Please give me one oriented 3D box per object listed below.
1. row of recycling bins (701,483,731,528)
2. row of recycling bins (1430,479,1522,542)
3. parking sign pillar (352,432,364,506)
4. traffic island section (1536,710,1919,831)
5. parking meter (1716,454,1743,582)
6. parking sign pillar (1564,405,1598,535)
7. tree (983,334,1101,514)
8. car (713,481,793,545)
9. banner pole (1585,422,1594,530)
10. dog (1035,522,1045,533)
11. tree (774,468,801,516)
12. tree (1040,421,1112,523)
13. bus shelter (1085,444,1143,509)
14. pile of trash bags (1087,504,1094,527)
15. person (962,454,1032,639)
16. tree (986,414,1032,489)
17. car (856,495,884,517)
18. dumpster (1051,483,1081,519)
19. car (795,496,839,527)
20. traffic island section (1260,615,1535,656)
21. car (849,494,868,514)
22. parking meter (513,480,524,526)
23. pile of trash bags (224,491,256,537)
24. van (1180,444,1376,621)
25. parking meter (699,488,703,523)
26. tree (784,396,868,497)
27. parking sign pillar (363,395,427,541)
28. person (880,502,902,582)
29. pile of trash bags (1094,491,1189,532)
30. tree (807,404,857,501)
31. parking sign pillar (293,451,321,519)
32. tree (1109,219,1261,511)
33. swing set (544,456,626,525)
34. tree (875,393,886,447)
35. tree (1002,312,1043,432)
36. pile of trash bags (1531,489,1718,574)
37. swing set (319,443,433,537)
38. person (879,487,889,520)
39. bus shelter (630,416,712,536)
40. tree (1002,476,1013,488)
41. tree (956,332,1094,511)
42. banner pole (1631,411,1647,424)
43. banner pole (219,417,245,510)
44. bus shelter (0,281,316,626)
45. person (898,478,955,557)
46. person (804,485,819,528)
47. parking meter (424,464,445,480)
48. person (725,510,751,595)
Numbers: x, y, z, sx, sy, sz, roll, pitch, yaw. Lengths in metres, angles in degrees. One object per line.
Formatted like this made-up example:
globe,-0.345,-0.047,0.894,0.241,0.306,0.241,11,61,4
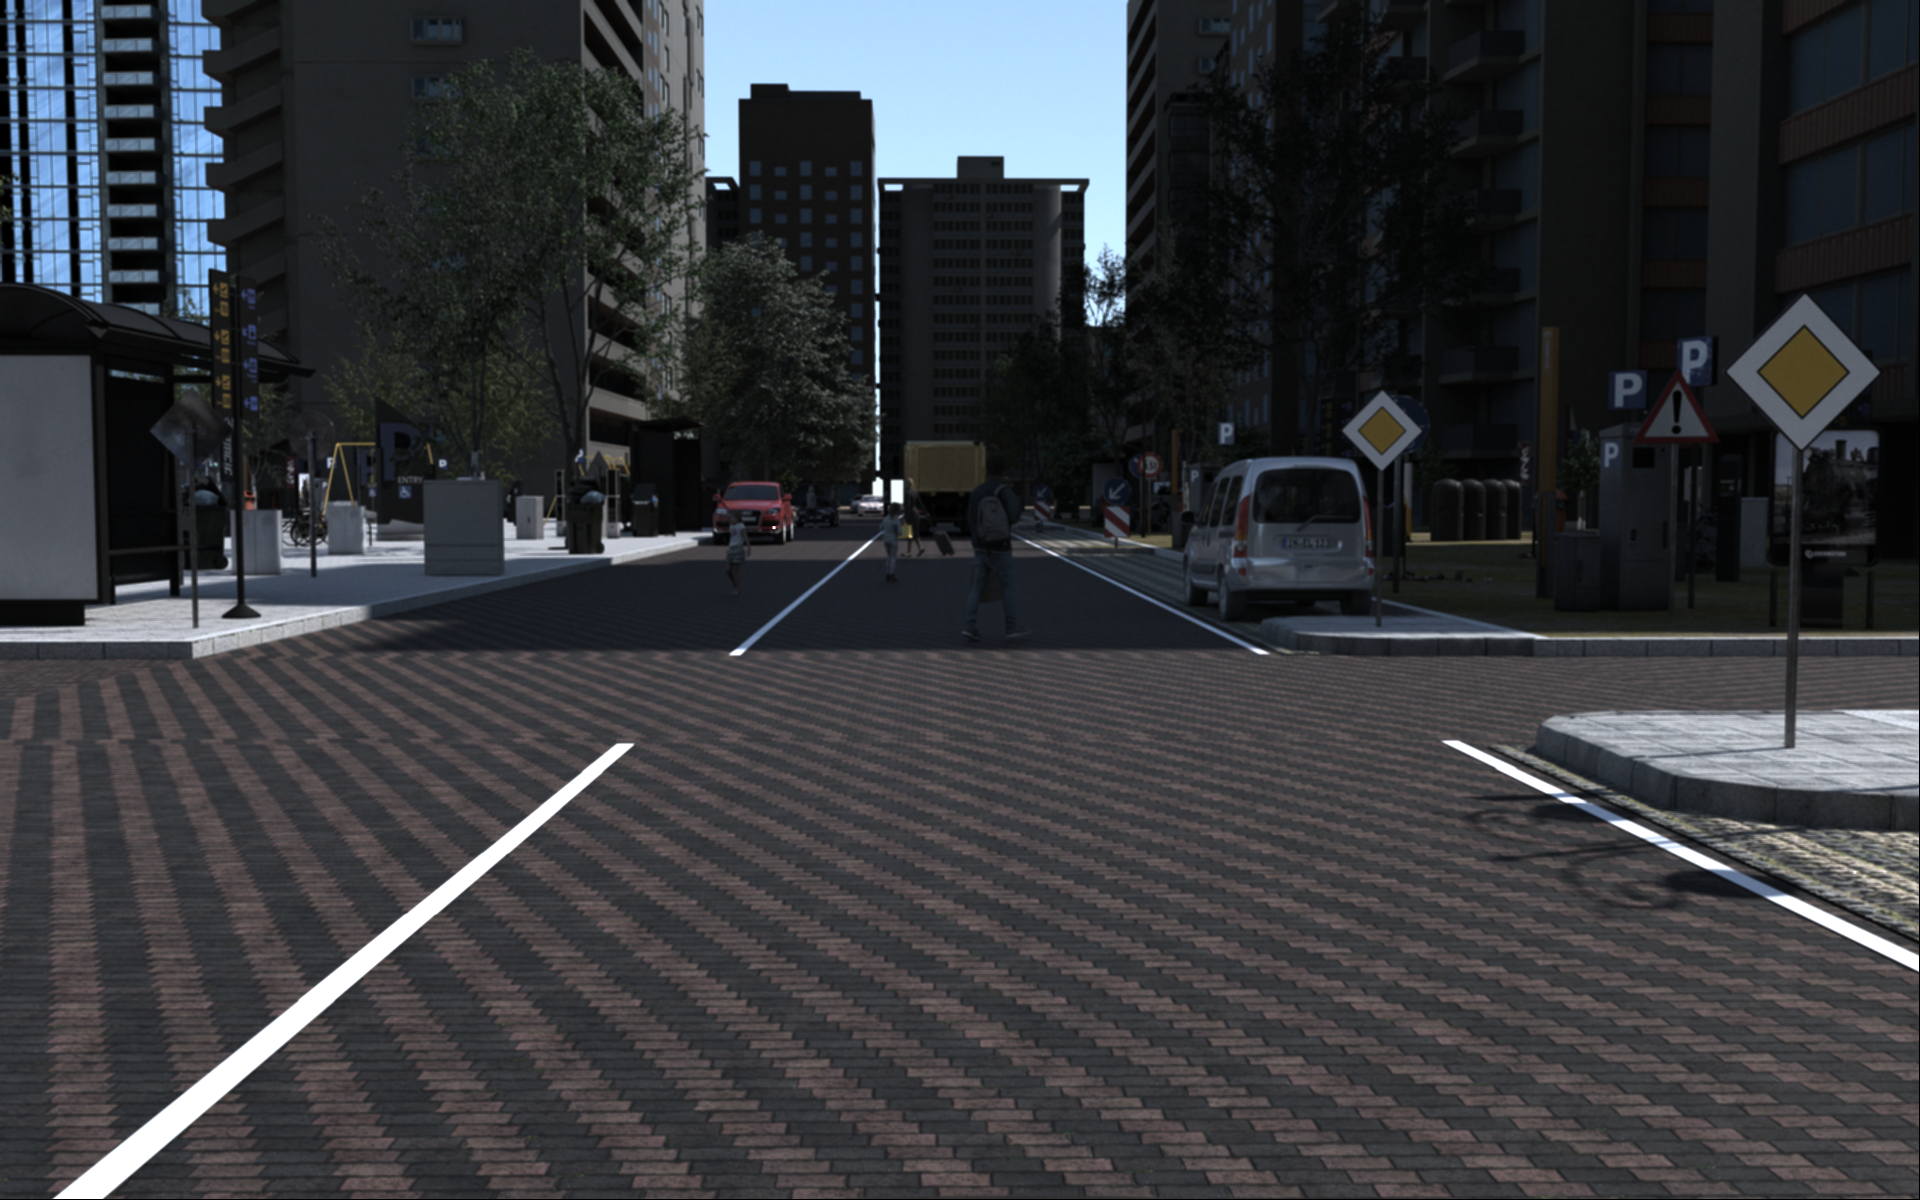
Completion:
row of recycling bins,-10.122,-3.622,66.331,3.534,1.692,1.069,-2,4,-24
row of recycling bins,14.374,-2.499,47.978,3.534,1.692,1.069,-3,4,-38
parking sign pillar,-25.736,-5.321,75.465,1.447,3.967,1.447,3,5,39
traffic island section,4.215,0.826,8.769,2.009,0.180,2.903,0,4,-1
parking meter,11.270,-1.203,25.379,0.255,1.863,0.399,3,4,37
parking sign pillar,18.849,-3.949,53.034,1.447,3.967,1.447,2,4,30
tree,5.205,-11.265,109.937,9.928,11.665,9.643,0,3,0
car,-6.013,-2.568,50.665,2.281,1.827,5.304,0,4,-2
banner pole,21.711,-4.276,59.922,0.863,3.779,0.401,-3,5,-41
dog,2.970,-2.655,63.600,0.748,0.427,0.550,-3,5,-41
tree,-10.323,-6.640,103.160,1.663,3.219,1.824,0,3,0
tree,5.195,-5.767,77.999,4.285,4.588,4.351,0,3,0
bus shelter,6.487,-4.803,72.452,2.014,3.302,5.546,0,4,-1
pile of trash bags,5.807,-3.496,66.907,1.912,1.369,3.447,1,4,11
person,0.306,-0.521,17.002,0.713,1.824,0.794,-3,4,-36
tree,4.203,-12.394,153.011,4.737,8.622,4.395,0,3,0
car,-5.589,-6.023,110.843,2.083,1.381,4.827,0,4,-3
dumpster,5.470,-5.290,88.979,1.502,2.255,1.985,0,4,-1
car,-6.266,-3.894,76.250,1.945,1.354,3.894,0,4,-1
traffic island section,4.066,0.338,16.753,2.009,0.180,2.903,0,4,-1
car,-6.947,-6.909,124.970,2.014,1.417,4.499,0,4,1
parking meter,-17.804,-3.921,69.817,0.399,1.863,0.255,2,4,32
pile of trash bags,-22.245,-2.559,51.594,1.912,1.369,3.447,1,4,16
van,3.728,-0.841,20.764,2.013,2.044,4.112,0,4,-1
parking meter,-9.364,-3.417,61.583,0.399,1.863,0.255,0,3,0
tree,-11.524,-13.066,148.046,7.601,10.594,8.767,-1,4,-23
parking sign pillar,-15.346,-3.617,47.610,1.447,3.967,1.447,-3,4,-37
person,-1.112,-0.954,28.373,0.425,1.301,0.394,1,4,21
pile of trash bags,6.573,-3.026,59.225,1.912,1.369,3.447,-3,5,-39
tree,-10.300,-11.407,136.864,4.737,8.622,4.395,0,3,0
parking sign pillar,-33.773,-6.186,89.614,1.447,3.967,1.447,-3,5,-43
tree,6.038,-5.857,46.126,4.360,8.622,3.978,0,3,0
swing set,-15.301,-4.520,71.516,2.862,2.851,3.119,-3,5,-41
tree,-11.308,-15.404,158.512,9.857,13.997,8.962,0,3,0
tree,5.901,-7.899,63.566,8.767,10.594,7.601,0,4,-4
pile of trash bags,11.405,-1.200,29.374,3.447,1.369,1.912,3,4,38
swing set,-17.798,-3.393,53.092,3.119,2.851,2.862,0,4,6
person,-4.122,-5.320,95.467,0.705,1.826,1.348,1,4,16
bus shelter,-9.196,-3.927,55.484,1.731,3.624,6.357,0,4,-1
tree,4.213,-10.508,166.403,1.663,3.219,1.824,0,3,0
tree,4.838,-13.418,129.757,12.009,13.543,11.850,0,3,0
banner pole,20.650,-3.837,52.750,0.401,3.779,0.863,-1,4,-19
banner pole,-19.041,-3.388,45.419,0.863,3.779,0.401,0,4,6
bus shelter,-9.145,-1.552,19.305,2.014,3.302,5.546,0,4,-1
person,-0.790,-1.902,39.816,1.509,1.804,0.699,-2,4,-29
person,-6.281,-3.909,72.587,0.728,1.800,0.709,-3,5,-44
parking meter,-10.271,-1.725,33.916,0.255,1.863,0.399,1,4,12
person,-3.121,-0.681,24.655,0.505,1.210,0.382,3,5,40
